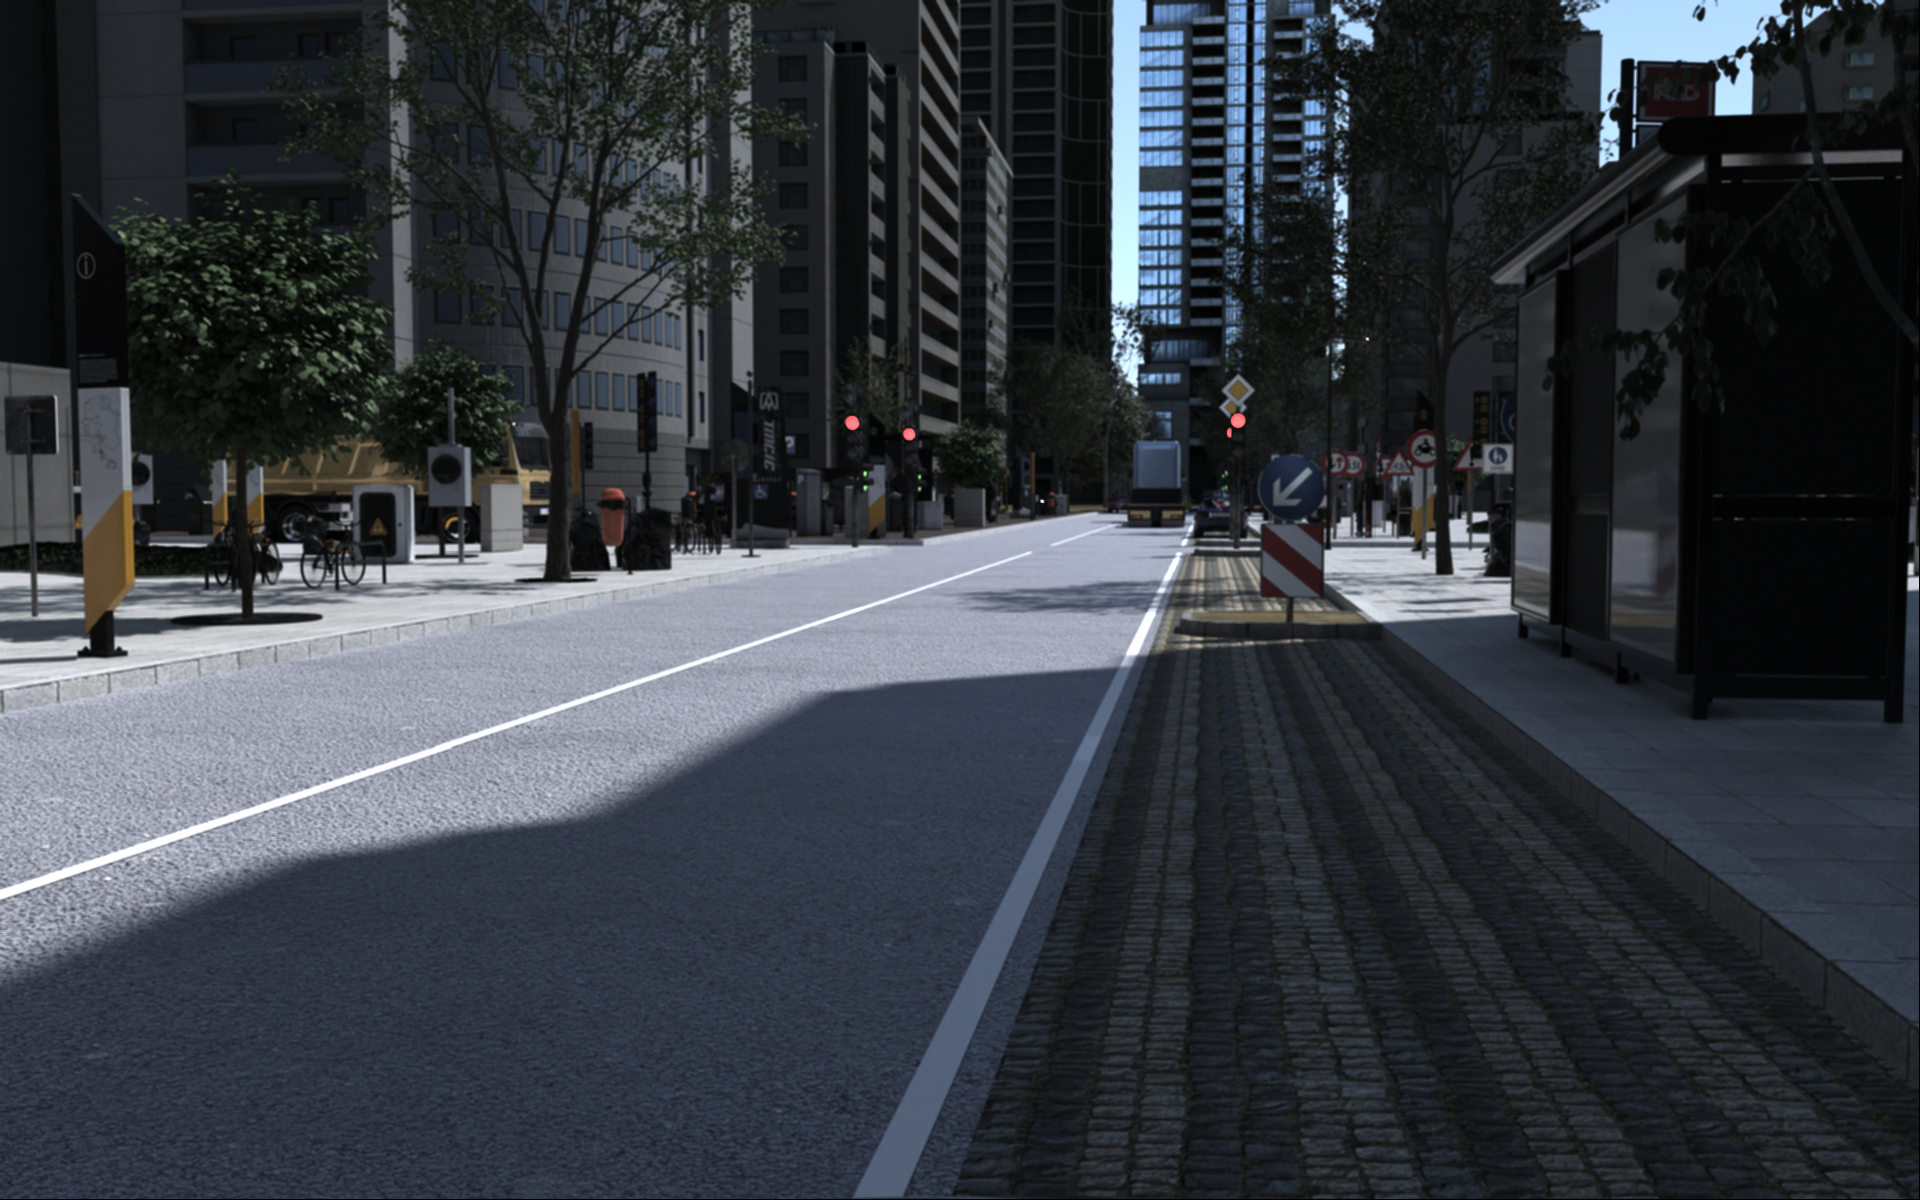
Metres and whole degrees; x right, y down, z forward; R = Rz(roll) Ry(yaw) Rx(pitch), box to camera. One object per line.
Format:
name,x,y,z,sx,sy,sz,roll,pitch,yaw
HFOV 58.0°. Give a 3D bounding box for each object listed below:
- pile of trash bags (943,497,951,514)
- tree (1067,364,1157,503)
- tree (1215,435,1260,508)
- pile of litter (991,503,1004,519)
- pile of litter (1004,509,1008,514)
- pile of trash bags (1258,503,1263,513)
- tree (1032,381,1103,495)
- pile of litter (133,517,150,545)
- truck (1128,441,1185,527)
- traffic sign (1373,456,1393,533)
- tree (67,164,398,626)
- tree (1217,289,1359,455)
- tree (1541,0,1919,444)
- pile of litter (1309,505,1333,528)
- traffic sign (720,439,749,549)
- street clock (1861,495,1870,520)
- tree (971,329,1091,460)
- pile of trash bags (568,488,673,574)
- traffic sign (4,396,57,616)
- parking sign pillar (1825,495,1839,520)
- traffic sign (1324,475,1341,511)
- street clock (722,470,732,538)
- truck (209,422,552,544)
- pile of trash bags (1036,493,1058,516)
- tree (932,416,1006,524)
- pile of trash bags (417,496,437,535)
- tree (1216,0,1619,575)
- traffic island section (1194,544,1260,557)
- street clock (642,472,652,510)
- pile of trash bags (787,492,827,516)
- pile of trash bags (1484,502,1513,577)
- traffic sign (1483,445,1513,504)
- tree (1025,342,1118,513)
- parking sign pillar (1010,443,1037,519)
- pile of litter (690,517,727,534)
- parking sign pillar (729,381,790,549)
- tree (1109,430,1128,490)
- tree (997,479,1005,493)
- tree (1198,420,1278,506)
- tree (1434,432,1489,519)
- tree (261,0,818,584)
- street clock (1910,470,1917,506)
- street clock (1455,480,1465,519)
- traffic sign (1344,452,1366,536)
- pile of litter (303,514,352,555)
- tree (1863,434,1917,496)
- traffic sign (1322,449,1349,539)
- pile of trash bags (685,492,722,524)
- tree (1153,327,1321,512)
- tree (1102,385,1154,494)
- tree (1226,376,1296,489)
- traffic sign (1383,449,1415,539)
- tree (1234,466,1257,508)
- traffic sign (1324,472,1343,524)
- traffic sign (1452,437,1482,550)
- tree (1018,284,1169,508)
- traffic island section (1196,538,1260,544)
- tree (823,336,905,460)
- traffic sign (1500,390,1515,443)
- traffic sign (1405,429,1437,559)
pile of trash bags,0.412,-6.057,108.779,1.912,1.369,3.447,-2,4,-30
tree,14.231,-16.032,168.771,9.857,13.997,8.962,0,3,0
tree,22.990,-11.680,141.335,4.737,8.622,4.395,0,3,0
pile of litter,1.233,-4.539,88.180,1.176,0.858,1.719,-1,4,-19
pile of litter,2.636,-6.093,113.582,1.719,0.858,1.176,-3,4,-38
pile of trash bags,21.796,-6.634,118.217,1.912,1.369,3.447,-1,4,-16
tree,6.372,-9.680,108.626,4.360,8.622,3.978,0,3,0
pile of litter,-15.314,-1.154,32.840,1.176,0.858,1.719,-1,4,-12
truck,9.378,-5.678,82.601,2.967,4.110,18.799,0,4,6
traffic sign,14.127,-3.516,57.594,0.768,2.556,0.104,1,4,12
tree,-7.243,-2.070,17.551,4.285,4.588,4.351,0,3,0
tree,16.434,-9.827,86.420,9.928,11.665,9.643,0,3,0
tree,4.150,-3.477,7.208,4.360,8.622,3.978,0,3,0
pile of litter,13.643,-3.156,65.561,1.176,0.858,1.719,-3,4,-38
traffic sign,-5.236,-2.451,40.184,0.768,2.556,0.104,1,4,17
street clock,29.197,-3.137,55.864,0.358,2.002,0.471,0,4,0
tree,3.870,-10.051,98.754,7.601,10.594,8.767,-3,4,-36
pile of trash bags,-5.774,-1.179,29.034,1.912,1.369,3.447,-1,4,-11
traffic sign,-9.693,-0.976,18.086,0.606,2.300,0.079,1,4,11
parking sign pillar,32.568,-4.717,65.601,1.447,3.967,1.447,3,5,44
traffic sign,15.876,-4.542,74.266,0.884,2.594,0.081,1,4,10
street clock,-6.693,-2.813,50.558,0.471,2.002,0.358,-3,5,-41
truck,-15.141,-3.114,46.835,9.791,3.379,3.469,1,4,8
pile of trash bags,4.903,-5.678,102.590,1.912,1.369,3.447,-1,4,-18
tree,0.302,-5.491,73.488,4.285,4.588,4.351,0,3,0
pile of trash bags,-16.768,-2.785,55.288,3.447,1.369,1.912,2,4,28
tree,7.378,-5.680,27.280,7.601,10.594,8.767,0,4,-3
traffic island section,6.498,-1.117,40.537,2.009,0.180,2.903,0,4,8
street clock,-10.336,-3.218,57.188,0.358,2.002,0.471,0,4,-3
pile of trash bags,-6.936,-4.023,75.536,1.912,1.369,3.447,-1,4,-23
pile of trash bags,9.069,-1.047,26.864,1.912,1.369,3.447,2,4,25
traffic sign,10.886,-2.018,35.119,0.606,2.300,0.079,1,4,9
tree,7.269,-11.844,119.411,9.928,11.665,9.643,0,3,0
parking sign pillar,3.341,-6.297,91.429,1.447,3.967,1.447,3,4,36
pile of litter,-7.921,-2.542,55.535,1.719,0.858,1.176,0,4,5
parking sign pillar,-4.790,-3.231,41.303,1.447,3.967,1.447,-1,4,-14
tree,16.094,-13.949,178.430,4.360,8.622,3.978,0,3,0
tree,2.485,-7.776,121.746,1.663,3.219,1.824,0,3,0
tree,30.431,-16.451,185.980,9.611,12.733,9.660,0,3,0
tree,25.870,-6.536,90.576,4.285,4.588,4.351,0,3,0
tree,-5.869,-6.058,24.805,9.928,11.665,9.643,0,3,0
street clock,29.135,-2.949,52.794,0.358,2.002,0.471,0,4,4
street clock,25.567,-5.142,88.636,0.471,2.002,0.358,1,4,10
traffic sign,11.870,-3.197,52.385,0.768,2.556,0.104,1,4,15
pile of litter,-13.513,-1.410,37.025,1.176,0.858,1.719,0,4,-4
tree,15.399,-2.131,29.438,1.663,3.219,1.824,0,3,0
traffic sign,10.697,-3.014,49.390,0.768,2.556,0.104,1,4,15
pile of trash bags,-10.843,-4.037,75.758,1.912,1.369,3.447,2,4,29
tree,21.175,-13.168,125.663,12.009,13.543,11.850,0,3,0
tree,19.041,-17.413,195.077,12.009,13.543,11.850,0,3,0
tree,16.826,-8.800,94.243,4.360,8.622,3.978,0,3,0
traffic sign,12.525,-3.026,49.473,0.884,2.594,0.081,1,4,16
tree,26.109,-10.886,161.707,4.285,4.588,4.351,0,3,0
traffic sign,15.836,-4.486,73.458,0.768,2.556,0.104,1,4,16
traffic sign,11.649,-2.413,39.456,0.884,2.594,0.081,1,4,17
tree,12.079,-18.386,156.504,12.611,20.169,13.585,0,3,0
traffic island section,7.626,-1.600,48.442,2.009,0.180,2.903,0,4,8
tree,-4.033,-7.924,79.919,4.737,8.622,4.395,0,3,0
traffic sign,6.566,-1.205,19.807,0.768,2.556,0.104,1,4,17
traffic sign,9.144,-2.077,34.066,0.768,2.556,0.104,1,4,16
